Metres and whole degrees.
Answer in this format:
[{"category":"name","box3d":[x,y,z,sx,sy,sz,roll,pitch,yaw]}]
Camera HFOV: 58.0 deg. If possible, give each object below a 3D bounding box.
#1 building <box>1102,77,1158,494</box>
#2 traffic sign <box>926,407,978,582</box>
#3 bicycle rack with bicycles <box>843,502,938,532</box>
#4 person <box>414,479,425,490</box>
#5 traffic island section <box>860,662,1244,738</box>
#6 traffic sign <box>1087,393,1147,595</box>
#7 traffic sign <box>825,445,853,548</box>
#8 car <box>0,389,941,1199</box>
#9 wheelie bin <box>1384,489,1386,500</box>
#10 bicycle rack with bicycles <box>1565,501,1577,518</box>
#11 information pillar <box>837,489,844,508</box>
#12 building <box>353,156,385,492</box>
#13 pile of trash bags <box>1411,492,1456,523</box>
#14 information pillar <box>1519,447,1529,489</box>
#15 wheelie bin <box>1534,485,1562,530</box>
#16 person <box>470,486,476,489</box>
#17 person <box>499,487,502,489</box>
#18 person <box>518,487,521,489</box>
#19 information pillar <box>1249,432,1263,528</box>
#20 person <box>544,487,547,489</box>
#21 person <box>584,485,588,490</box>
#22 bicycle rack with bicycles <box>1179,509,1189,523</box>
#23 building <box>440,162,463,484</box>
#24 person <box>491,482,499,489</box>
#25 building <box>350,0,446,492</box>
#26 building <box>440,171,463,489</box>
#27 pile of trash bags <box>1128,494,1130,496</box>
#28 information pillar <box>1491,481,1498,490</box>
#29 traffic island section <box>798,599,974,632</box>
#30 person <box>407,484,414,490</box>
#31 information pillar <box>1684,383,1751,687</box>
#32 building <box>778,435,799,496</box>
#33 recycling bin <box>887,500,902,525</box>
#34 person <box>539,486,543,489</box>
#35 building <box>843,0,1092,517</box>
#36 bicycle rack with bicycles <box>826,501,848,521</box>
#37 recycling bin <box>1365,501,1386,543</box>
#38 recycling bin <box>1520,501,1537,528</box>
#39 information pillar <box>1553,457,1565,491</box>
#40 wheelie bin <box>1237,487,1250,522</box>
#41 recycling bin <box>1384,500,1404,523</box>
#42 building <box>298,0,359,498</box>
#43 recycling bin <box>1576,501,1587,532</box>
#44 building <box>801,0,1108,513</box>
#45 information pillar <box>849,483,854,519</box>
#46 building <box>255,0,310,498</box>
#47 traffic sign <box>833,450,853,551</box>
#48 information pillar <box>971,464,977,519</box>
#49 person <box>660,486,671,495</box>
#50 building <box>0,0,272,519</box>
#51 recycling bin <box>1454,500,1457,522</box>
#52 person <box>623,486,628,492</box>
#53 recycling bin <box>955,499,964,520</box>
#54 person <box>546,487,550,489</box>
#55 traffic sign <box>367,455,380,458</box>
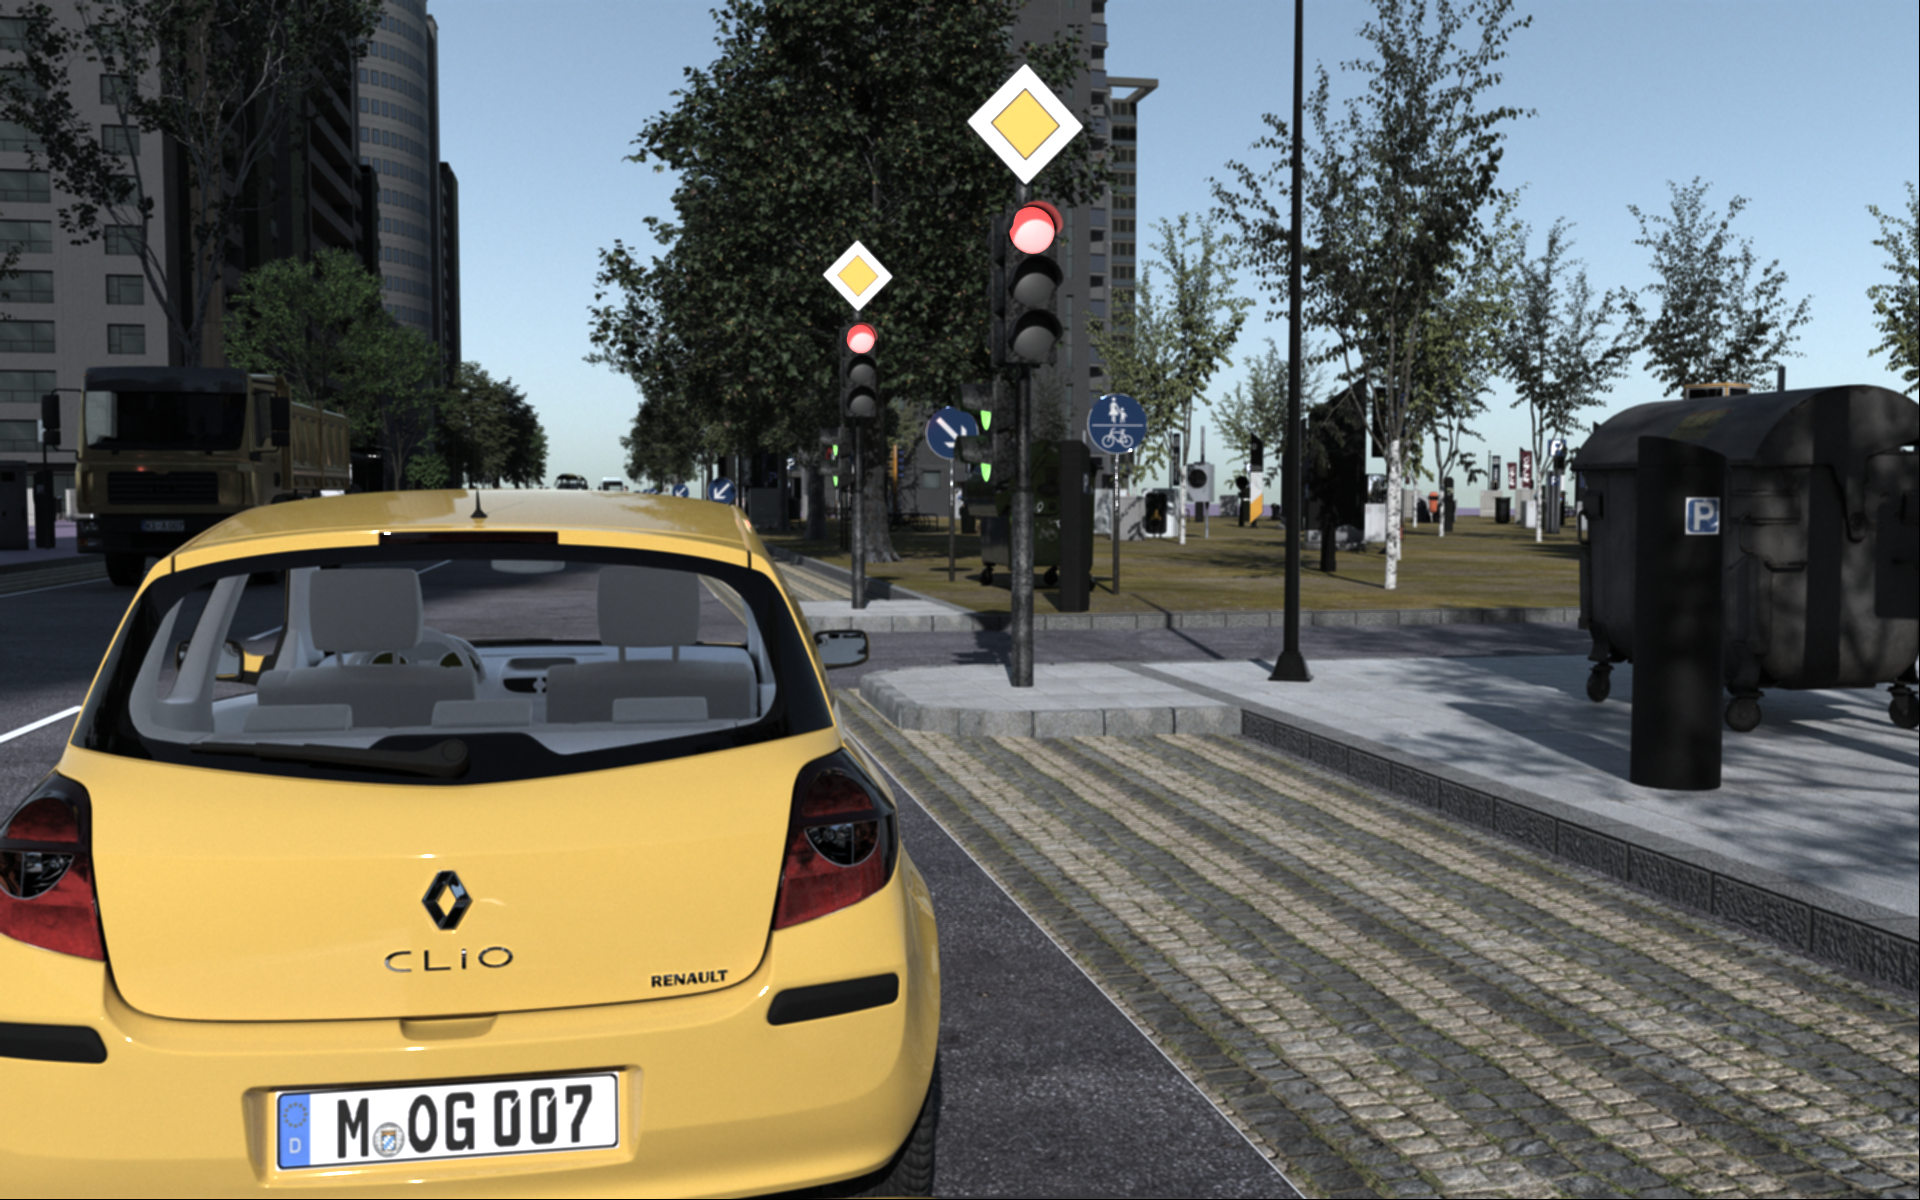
[{"category":"building","box3d":[-1.402,-28.187,152.746,32.217,40.220,23.993,-1,4,-11]},{"category":"traffic sign","box3d":[-0.116,-1.544,25.355,0.768,2.556,0.104,0,4,-2]},{"category":"bicycle rack with bicycles","box3d":[-2.135,-2.821,59.500,2.925,0.926,2.852,-1,4,-23]},{"category":"person","box3d":[-13.441,-2.094,42.985,0.600,1.795,0.529,3,5,42]},{"category":"traffic island section","box3d":[0.439,0.655,11.578,2.009,0.180,2.903,-1,4,-11]},{"category":"traffic sign","box3d":[1.989,-1.340,22.009,0.768,2.556,0.104,0,4,-4]},{"category":"traffic sign","box3d":[-2.835,-2.531,41.485,0.768,2.556,0.104,0,4,-5]},{"category":"car","box3d":[-1.167,0.342,4.634,2.015,1.641,3.980,-1,4,-11]},{"category":"wheelie bin","box3d":[23.331,-5.250,93.746,0.980,1.594,0.693,-1,4,-14]},{"category":"bicycle rack with bicycles","box3d":[32.013,-4.867,92.953,2.925,0.926,2.852,2,4,31]},{"category":"information pillar","box3d":[-6.331,-6.111,91.275,0.183,3.616,0.504,-3,5,-42]},{"category":"building","box3d":[-56.468,-22.800,144.483,14.160,30.474,14.107,-1,4,-11]},{"category":"pile of trash bags","box3d":[21.146,-4.134,77.351,1.912,1.369,3.447,1,4,14]},{"category":"information pillar","box3d":[27.969,-5.783,85.903,0.504,3.616,0.183,3,5,41]},{"category":"wheelie bin","box3d":[20.785,-3.269,61.362,0.980,1.594,0.693,0,4,-5]},{"category":"person","box3d":[-17.116,-3.134,60.571,0.643,1.720,0.563,1,4,9]},{"category":"person","box3d":[-20.927,-4.251,78.495,0.515,1.767,0.782,0,4,-1]},{"category":"person","box3d":[-23.353,-5.066,91.533,0.583,1.804,0.606,0,4,-5]},{"category":"information pillar","box3d":[11.119,-4.503,64.986,0.504,3.616,0.183,2,4,28]},{"category":"person","box3d":[-26.316,-6.250,110.315,1.348,1.869,0.705,-2,4,-27]},{"category":"person","box3d":[-14.261,-3.486,65.842,0.624,1.780,0.694,-3,5,-43]},{"category":"bicycle rack with bicycles","box3d":[8.757,-3.819,75.823,2.852,0.926,2.925,2,4,23]},{"category":"building","box3d":[-73.110,-35.256,226.551,14.600,45.320,14.200,-1,4,-11]},{"category":"person","box3d":[-14.451,-2.793,54.355,0.592,1.802,0.473,1,4,18]},{"category":"building","box3d":[-69.253,-39.648,190.247,21.231,58.520,28.212,-1,4,-11]},{"category":"building","box3d":[-69.209,-32.337,212.302,14.154,41.232,14.086,-1,4,-11]},{"category":"pile of trash bags","box3d":[8.517,-4.539,83.959,3.447,1.369,1.912,0,4,4]},{"category":"information pillar","box3d":[30.633,-5.799,99.309,0.304,2.012,0.304,0,4,-7]},{"category":"traffic island section","box3d":[-1.115,0.176,19.410,2.009,0.180,2.903,-1,4,-11]},{"category":"person","box3d":[-18.298,-2.985,57.665,0.694,1.780,0.624,-2,4,-30]},{"category":"information pillar","box3d":[5.065,-0.437,11.640,0.304,2.012,0.304,-3,4,-38]},{"category":"building","box3d":[-17.008,-36.364,214.158,23.786,49.044,30.456,-1,4,-11]},{"category":"recycling bin","box3d":[-2.825,-3.680,72.719,0.722,1.027,0.722,0,4,-5]},{"category":"person","box3d":[-20.566,-4.665,84.869,0.616,1.811,0.778,-3,4,-36]},{"category":"building","box3d":[-0.574,-25.701,103.799,14.154,41.232,14.086,-1,4,-11]},{"category":"bicycle rack with bicycles","box3d":[-5.803,-4.300,83.682,2.925,0.926,2.852,-1,4,-18]},{"category":"recycling bin","box3d":[10.918,-2.032,45.784,0.722,1.027,0.722,0,4,5]},{"category":"recycling bin","box3d":[21.478,-3.204,64.943,0.722,1.027,0.722,0,4,0]},{"category":"information pillar","box3d":[25.819,-5.093,74.622,0.504,3.616,0.183,1,4,21]},{"category":"wheelie bin","box3d":[13.460,-4.474,81.055,0.980,1.594,0.693,1,4,11]},{"category":"recycling bin","box3d":[19.097,-3.903,76.374,0.722,1.027,0.722,-1,4,-21]},{"category":"building","box3d":[-56.497,-30.672,125.185,21.300,48.544,21.600,-1,4,-11]},{"category":"recycling bin","box3d":[21.660,-2.867,59.431,0.722,1.027,0.722,-3,4,-38]},{"category":"building","box3d":[-1.088,-35.678,125.328,21.231,58.520,28.212,-1,4,-11]},{"category":"information pillar","box3d":[-5.613,-5.232,90.036,0.304,2.012,0.304,0,3,0]},{"category":"building","box3d":[-49.656,-25.995,108.605,14.154,41.232,14.086,-1,4,-11]},{"category":"traffic sign","box3d":[-2.582,-2.271,39.258,0.606,2.300,0.079,0,4,-7]},{"category":"information pillar","box3d":[0.811,-6.075,90.676,0.504,3.616,0.183,0,4,5]},{"category":"person","box3d":[-12.397,-3.926,73.178,0.782,1.767,0.515,1,4,12]},{"category":"building","box3d":[-46.275,-19.767,94.892,14.160,30.474,14.107,-1,4,-11]},{"category":"recycling bin","box3d":[22.710,-4.164,80.636,0.722,1.027,0.722,2,4,26]},{"category":"person","box3d":[-16.073,-4.624,84.117,0.660,1.820,0.620,3,5,44]},{"category":"recycling bin","box3d":[0.158,-4.507,86.246,0.722,1.027,0.722,-3,5,-39]},{"category":"person","box3d":[-20.587,-4.745,86.427,0.374,1.781,0.599,2,4,33]},{"category":"traffic sign","box3d":[-31.278,-5.875,89.936,2.265,3.308,0.079,0,4,-8]}]
